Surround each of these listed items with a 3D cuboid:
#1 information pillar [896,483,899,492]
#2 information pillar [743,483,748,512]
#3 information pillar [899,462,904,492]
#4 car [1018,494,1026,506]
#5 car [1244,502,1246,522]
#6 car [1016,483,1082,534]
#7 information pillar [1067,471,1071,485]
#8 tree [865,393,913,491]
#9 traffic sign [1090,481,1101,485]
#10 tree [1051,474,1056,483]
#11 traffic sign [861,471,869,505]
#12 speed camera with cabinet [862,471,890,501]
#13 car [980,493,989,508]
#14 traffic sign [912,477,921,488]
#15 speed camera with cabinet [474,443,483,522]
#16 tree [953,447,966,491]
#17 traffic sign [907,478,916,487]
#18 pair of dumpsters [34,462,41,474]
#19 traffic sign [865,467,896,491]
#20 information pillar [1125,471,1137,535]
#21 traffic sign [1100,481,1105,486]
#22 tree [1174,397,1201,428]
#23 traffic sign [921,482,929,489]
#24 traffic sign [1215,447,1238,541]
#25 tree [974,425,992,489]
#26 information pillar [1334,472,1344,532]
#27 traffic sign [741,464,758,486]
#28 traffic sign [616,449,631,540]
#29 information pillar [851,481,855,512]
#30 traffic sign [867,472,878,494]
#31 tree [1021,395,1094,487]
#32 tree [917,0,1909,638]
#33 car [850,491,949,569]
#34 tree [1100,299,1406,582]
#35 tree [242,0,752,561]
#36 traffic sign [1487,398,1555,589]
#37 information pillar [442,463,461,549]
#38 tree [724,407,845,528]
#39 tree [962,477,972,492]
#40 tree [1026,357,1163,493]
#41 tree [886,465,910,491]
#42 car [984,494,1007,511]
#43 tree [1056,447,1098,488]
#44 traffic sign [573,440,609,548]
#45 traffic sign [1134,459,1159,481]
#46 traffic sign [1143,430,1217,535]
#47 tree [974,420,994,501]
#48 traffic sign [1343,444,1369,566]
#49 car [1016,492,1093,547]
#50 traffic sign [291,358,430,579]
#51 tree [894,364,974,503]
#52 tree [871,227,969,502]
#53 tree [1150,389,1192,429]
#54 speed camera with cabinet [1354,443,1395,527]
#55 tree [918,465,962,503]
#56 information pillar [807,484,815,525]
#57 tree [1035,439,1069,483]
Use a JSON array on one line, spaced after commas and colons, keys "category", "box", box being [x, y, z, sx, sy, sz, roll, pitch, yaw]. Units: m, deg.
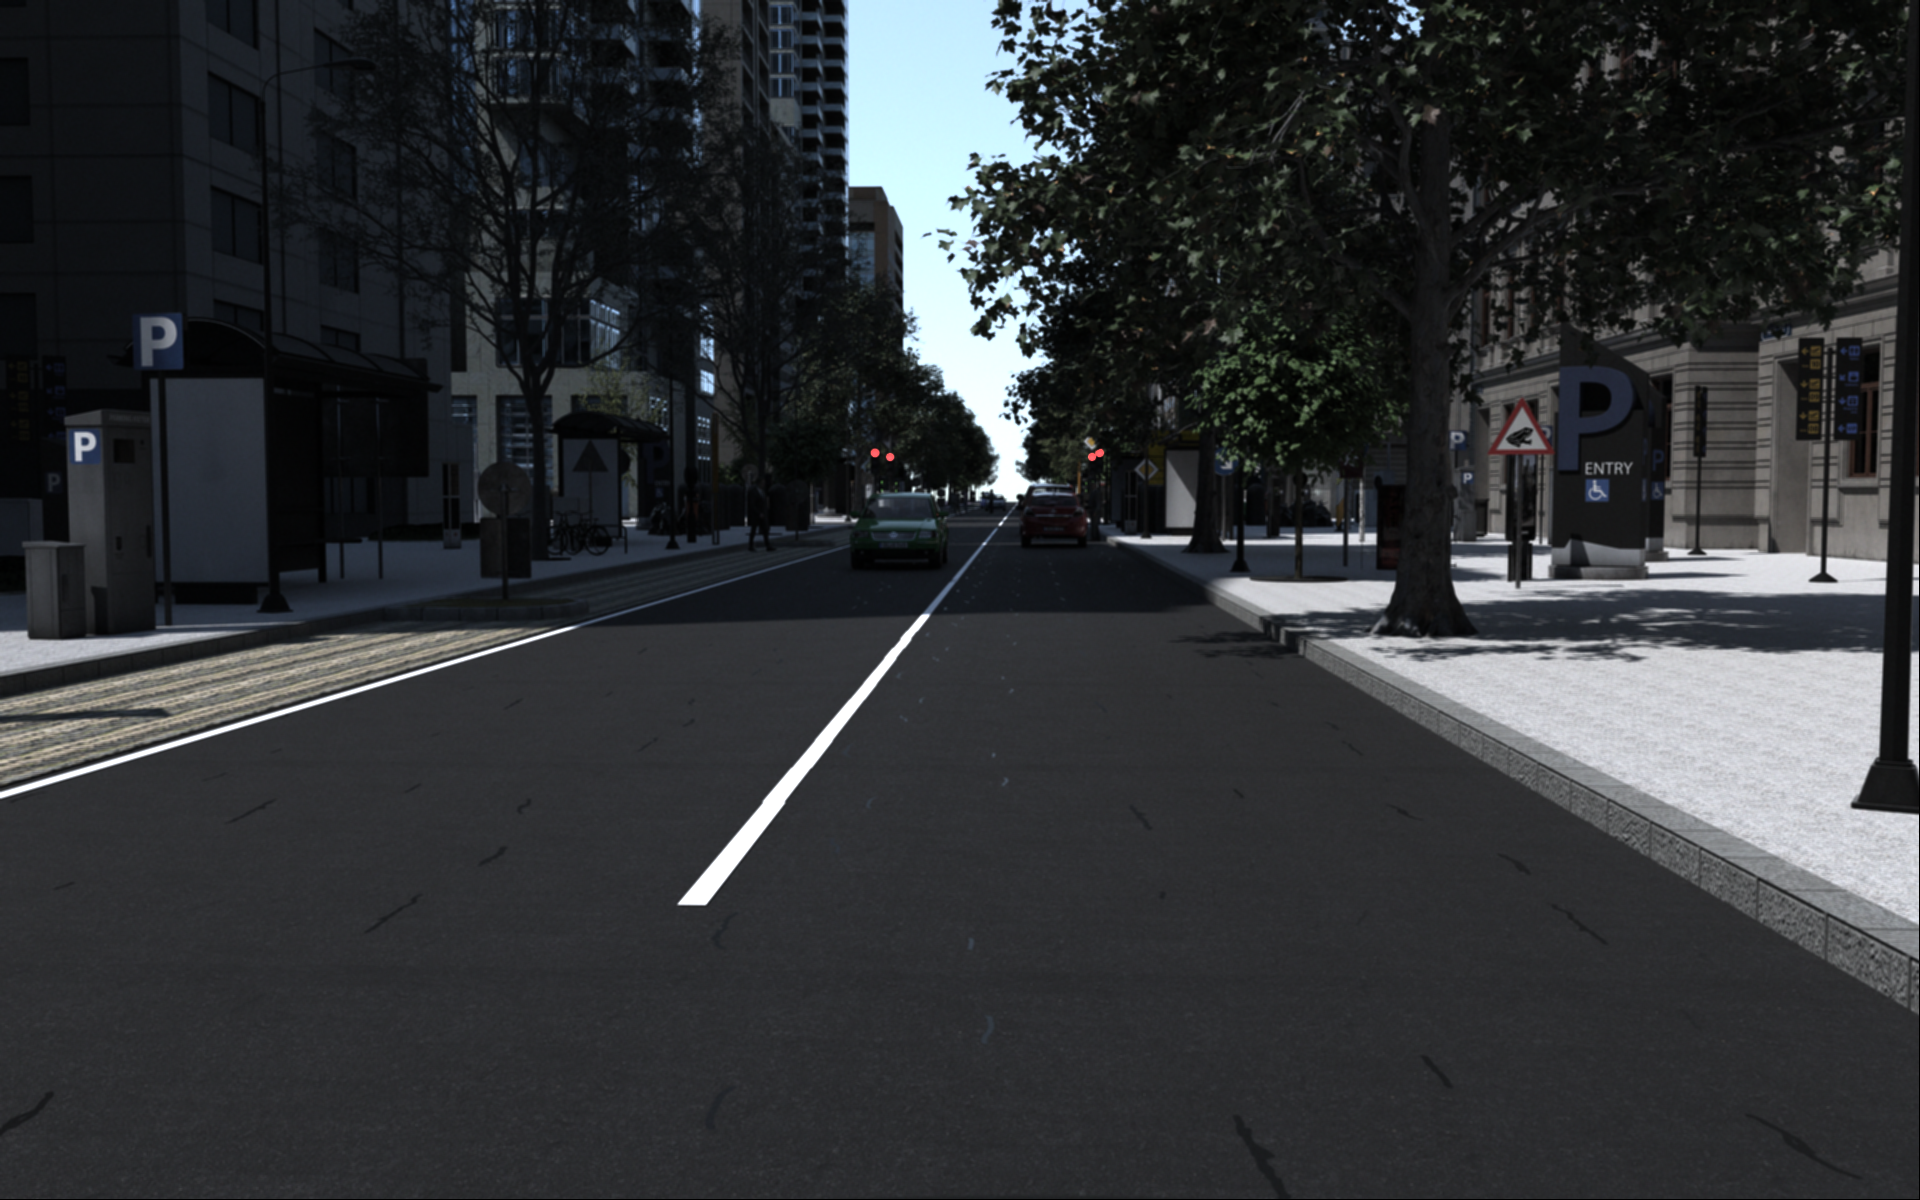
[{"category": "information pillar", "box": [-4.091, -6.490, 110.599, 0.304, 2.012, 0.304, 2, 4, 32]}, {"category": "information pillar", "box": [-14.603, -6.943, 118.016, 0.304, 2.012, 0.304, 0, 4, -6]}, {"category": "information pillar", "box": [-3.772, -7.347, 111.480, 0.183, 3.616, 0.504, -3, 5, -39]}, {"category": "car", "box": [7.448, -11.306, 194.636, 2.009, 1.686, 4.222, 0, 4, 3]}, {"category": "car", "box": [10.765, -4.145, 76.570, 4.718, 1.807, 1.959, 0, 4, 0]}, {"category": "car", "box": [3.114, -3.145, 60.092, 2.281, 1.827, 5.304, 0, 4, 0]}, {"category": "information pillar", "box": [9.447, -9.705, 150.025, 0.504, 3.616, 0.183, 3, 5, 41]}, {"category": "tree", "box": [-4.824, -10.301, 118.790, 4.360, 8.622, 3.978, 0, 3, 0]}, {"category": "traffic sign", "box": [7.870, -6.231, 101.879, 0.884, 2.594, 0.081, 0, 4, 5]}, {"category": "tree", "box": [11.276, -12.254, 184.069, 4.285, 4.588, 4.351, 0, 3, 0]}, {"category": "traffic sign", "box": [-5.340, -5.969, 97.695, 0.768, 2.556, 0.104, 0, 4, 5]}, {"category": "speed camera with cabinet", "box": [-5.101, -6.886, 106.914, 2.038, 3.252, 0.660, -2, 4, -34]}, {"category": "car", "box": [2.979, -10.226, 176.787, 1.945, 1.707, 3.694, 0, 4, 4]}, {"category": "traffic sign", "box": [-3.267, -7.905, 129.349, 0.768, 2.556, 0.104, 0, 4, 7]}, {"category": "speed camera with cabinet", "box": [-19.105, -4.503, 67.958, 0.660, 3.252, 2.038, -1, 4, -12]}, {"category": "tree", "box": [-0.664, -15.891, 210.182, 4.737, 8.622, 4.395, 0, 3, 0]}, {"category": "traffic sign", "box": [-3.689, -7.736, 126.492, 0.884, 2.594, 0.081, 0, 4, 6]}, {"category": "pair of dumpsters", "box": [-10.614, -1.278, 23.385, 1.574, 2.255, 4.437, 0, 4, 2]}, {"category": "traffic sign", "box": [-5.681, -7.953, 123.911, 2.265, 3.308, 0.079, 1, 4, 11]}, {"category": "information pillar", "box": [5.378, -3.057, 54.477, 0.304, 2.012, 0.304, -1, 4, -20]}, {"category": "traffic sign", "box": [8.410, -6.256, 102.387, 0.768, 2.556, 0.104, 1, 4, 8]}, {"category": "tree", "box": [16.577, -10.688, 125.116, 4.737, 8.622, 4.395, 0, 3, 0]}, {"category": "traffic sign", "box": [-2.857, -8.540, 141.759, 0.606, 2.300, 0.079, 1, 4, 8]}, {"category": "traffic sign", "box": [7.173, -2.871, 47.055, 0.768, 2.556, 0.104, 0, 4, 4]}, {"category": "tree", "box": [0.633, -20.414, 251.897, 7.486, 12.596, 7.792, 0, 3, 0]}, {"category": "information pillar", "box": [13.083, -4.161, 59.394, 0.504, 3.616, 0.183, -3, 5, -43]}, {"category": "traffic sign", "box": [-8.836, -4.446, 72.802, 0.768, 2.556, 0.104, 1, 4, 9]}, {"category": "traffic sign", "box": [-9.504, -2.928, 47.982, 0.768, 2.556, 0.104, 0, 4, 6]}, {"category": "information pillar", "box": [-5.971, -5.697, 97.637, 0.304, 2.012, 0.304, -1, 4, -15]}, {"category": "traffic sign", "box": [-4.850, -5.941, 97.235, 0.768, 2.556, 0.104, 0, 4, 5]}, {"category": "tree", "box": [7.906, -11.729, 126.177, 7.601, 10.594, 8.767, -2, 4, -24]}, {"category": "tree", "box": [4.390, -6.034, 15.672, 9.611, 12.733, 9.660, 0, 3, 0]}, {"category": "car", "box": [-1.180, -1.587, 34.740, 1.959, 1.807, 4.718, 0, 4, 2]}, {"category": "tree", "box": [5.009, -2.573, 25.775, 4.285, 4.588, 4.351, 0, 3, 0]}, {"category": "tree", "box": [-8.113, -7.501, 33.013, 12.009, 13.543, 11.850, 0, 3, 0]}, {"category": "traffic sign", "box": [7.577, -1.434, 23.442, 0.884, 2.594, 0.081, 0, 4, 7]}, {"category": "information pillar", "box": [-11.900, -2.205, 40.539, 0.304, 2.012, 0.304, 3, 5, 42]}, {"category": "tree", "box": [-5.956, -5.005, 65.538, 4.285, 4.588, 4.351, 0, 3, 0]}, {"category": "tree", "box": [0.129, -15.140, 231.259, 4.285, 4.588, 4.351, 0, 3, 0]}, {"category": "tree", "box": [7.748, -10.854, 95.590, 7.486, 12.596, 7.792, 0, 3, 0]}, {"category": "tree", "box": [-4.159, -7.298, 113.927, 1.663, 3.219, 1.824, 0, 3, 0]}, {"category": "car", "box": [3.041, -8.321, 148.053, 2.014, 1.417, 4.499, 0, 4, 2]}, {"category": "tree", "box": [7.780, -6.157, 84.378, 4.285, 4.588, 4.351, 0, 3, 0]}, {"category": "traffic sign", "box": [-8.854, -2.538, 41.506, 0.884, 2.594, 0.081, 0, 4, 5]}, {"category": "traffic sign", "box": [5.777, -3.212, 53.709, 0.795, 2.450, 0.064, 0, 4, 3]}, {"category": "traffic sign", "box": [6.824, -3.669, 53.853, 2.265, 3.308, 0.079, 0, 4, 6]}, {"category": "tree", "box": [1.167, -21.947, 269.194, 12.009, 13.543, 11.850, 0, 3, 0]}, {"category": "traffic sign", "box": [6.839, -1.868, 30.654, 0.768, 2.556, 0.104, 0, 4, 7]}, {"category": "car", "box": [2.615, -2.387, 48.072, 2.155, 1.783, 4.494, 0, 4, 3]}, {"category": "traffic sign", "box": [-9.073, -1.975, 26.162, 2.265, 3.308, 0.079, 1, 4, 12]}, {"category": "tree", "box": [-3.098, -14.229, 150.776, 7.486, 12.596, 7.792, 0, 3, 0]}, {"category": "tree", "box": [-6.305, -8.780, 53.931, 12.009, 13.543, 11.850, 0, 3, 0]}, {"category": "tree", "box": [14.008, -10.256, 118.054, 4.360, 8.622, 3.978, 0, 3, 0]}, {"category": "speed camera with cabinet", "box": [16.257, -4.502, 67.948, 0.660, 3.252, 2.038, -1, 4, -19]}, {"category": "tree", "box": [-2.486, -11.511, 171.922, 4.285, 4.588, 4.351, 0, 3, 0]}, {"category": "information pillar", "box": [-6.315, -4.188, 72.968, 0.304, 2.012, 0.304, 1, 4, 20]}, {"category": "tree", "box": [9.750, -13.457, 170.392, 4.737, 8.622, 4.395, 0, 3, 0]}]
